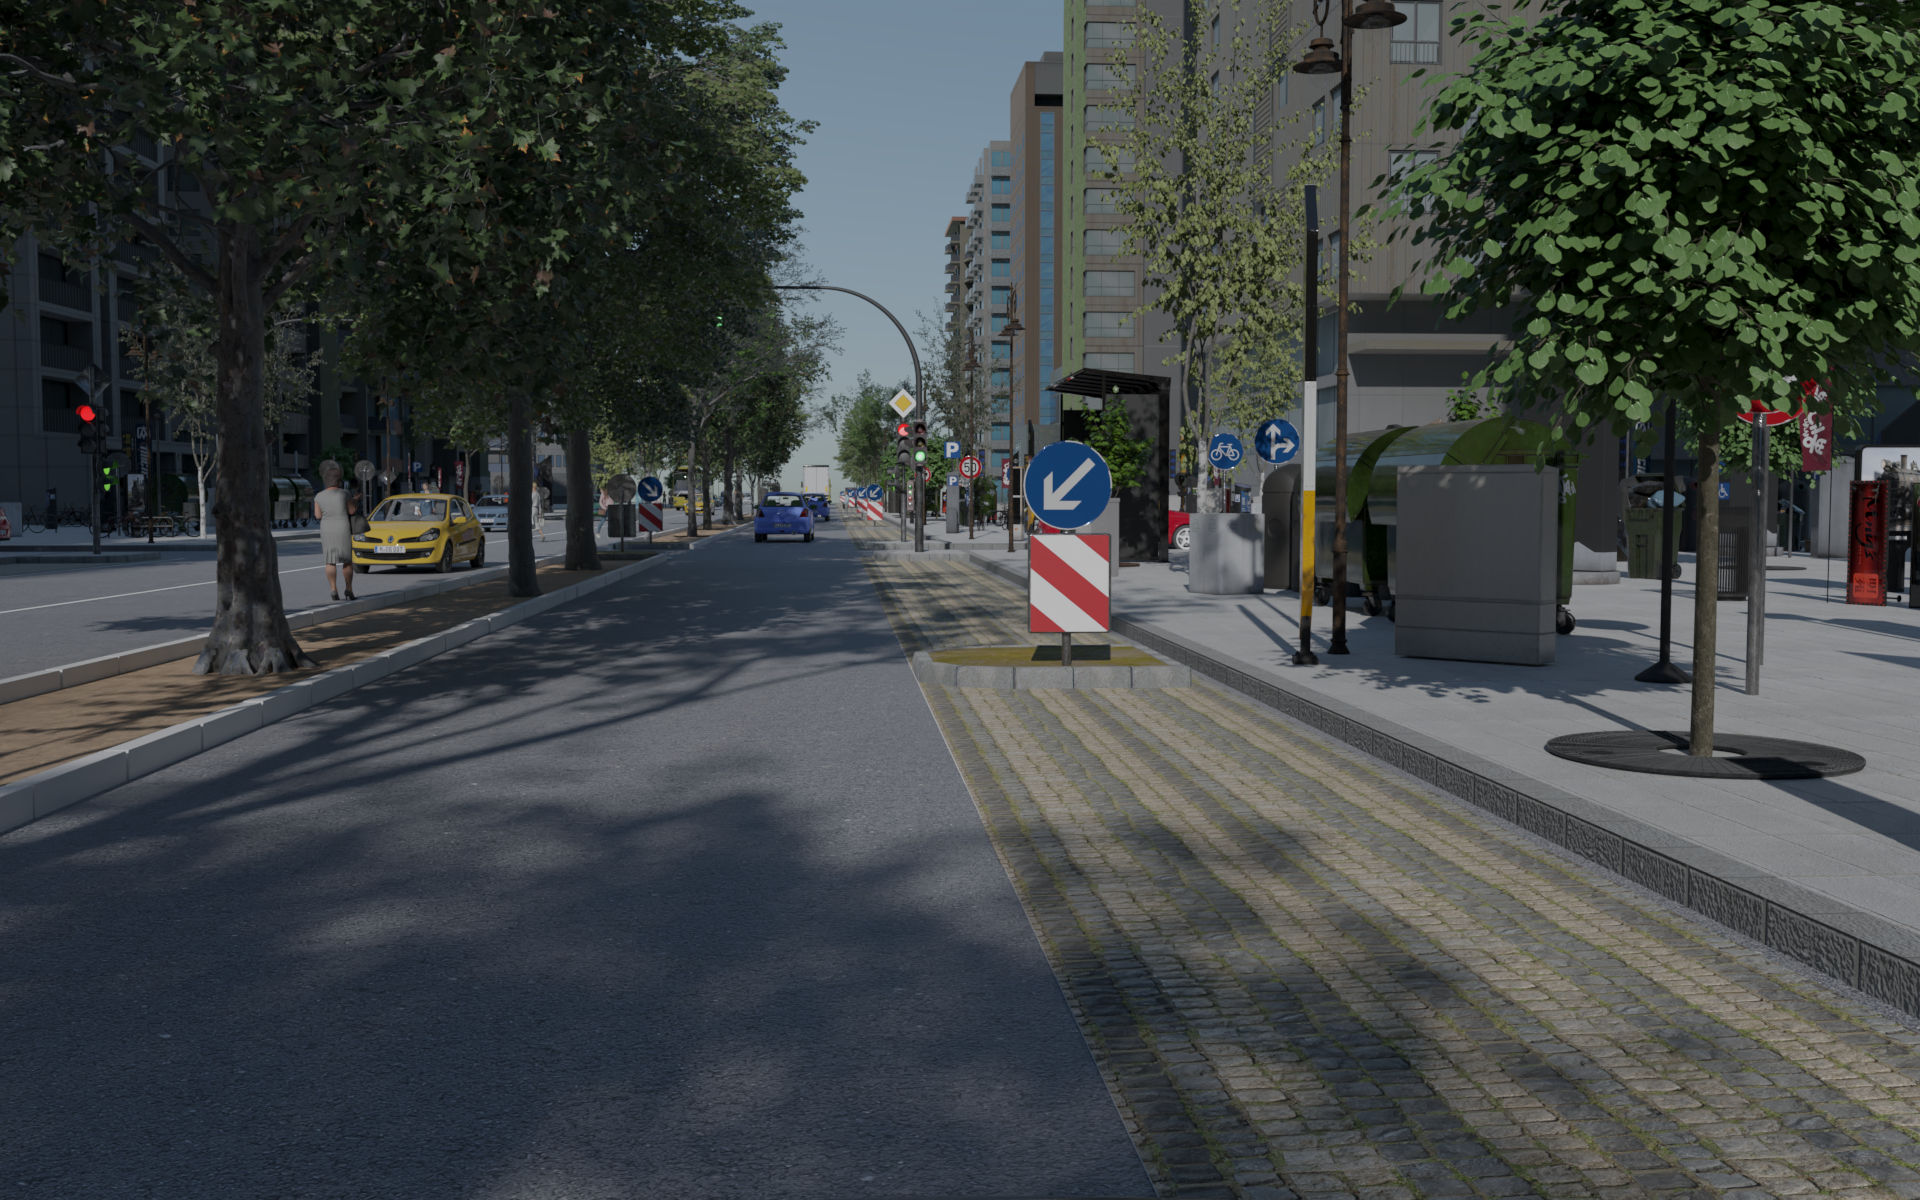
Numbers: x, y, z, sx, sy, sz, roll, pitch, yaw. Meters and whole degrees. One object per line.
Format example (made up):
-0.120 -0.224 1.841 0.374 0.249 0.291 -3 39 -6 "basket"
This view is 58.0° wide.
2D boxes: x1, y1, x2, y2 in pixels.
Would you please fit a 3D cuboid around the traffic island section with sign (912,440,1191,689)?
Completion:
0.639 -0.304 13.601 1.989 1.847 2.006 0 4 -4 "traffic island section with sign"

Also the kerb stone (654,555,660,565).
-6.180 -0.769 34.767 0.120 0.150 1.000 0 4 -4 "kerb stone"

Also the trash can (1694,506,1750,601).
9.246 -0.564 20.879 0.748 1.137 0.748 0 3 0 "trash can"

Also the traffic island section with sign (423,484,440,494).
-20.753 -3.616 67.756 1.989 1.847 2.006 0 4 -4 "traffic island section with sign"

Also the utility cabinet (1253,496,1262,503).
9.126 -2.549 52.833 0.306 1.237 1.020 1 4 16 "utility cabinet"

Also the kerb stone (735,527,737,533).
-8.293 -2.488 62.881 0.120 0.150 1.000 0 4 -4 "kerb stone"

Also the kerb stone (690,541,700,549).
-7.000 -1.421 45.490 0.120 0.150 1.000 0 4 -4 "kerb stone"

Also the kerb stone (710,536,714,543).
-7.368 -1.737 50.606 0.120 0.150 1.000 0 4 -4 "kerb stone"

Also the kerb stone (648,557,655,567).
-6.111 -0.706 33.736 0.120 0.150 1.000 0 4 -4 "kerb stone"

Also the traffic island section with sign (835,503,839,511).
-9.201 -8.313 144.552 1.989 1.847 2.006 0 4 -4 "traffic island section with sign"

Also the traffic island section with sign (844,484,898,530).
-3.506 -3.674 68.704 1.989 1.847 2.006 0 4 -4 "traffic island section with sign"

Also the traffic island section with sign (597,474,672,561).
-7.498 -1.827 38.006 2.006 1.907 1.989 0 4 -4 "traffic island section with sign"

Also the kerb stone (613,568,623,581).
-5.727 -0.393 28.621 0.120 0.150 1.000 0 4 -4 "kerb stone"

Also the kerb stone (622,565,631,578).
-5.793 -0.455 29.641 0.120 0.150 1.000 0 4 -4 "kerb stone"

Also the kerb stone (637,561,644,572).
-5.947 -0.576 31.687 0.120 0.150 1.000 0 4 -4 "kerb stone"

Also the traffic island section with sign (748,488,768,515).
-13.681 -6.861 120.321 2.006 1.907 1.989 0 4 -4 "traffic island section with sign"

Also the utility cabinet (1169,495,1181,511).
10.010 -4.373 82.659 1.020 1.237 0.306 0 4 -3 "utility cabinet"

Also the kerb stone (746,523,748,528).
-8.909 -2.990 71.079 0.120 0.150 1.000 0 4 -4 "kerb stone"

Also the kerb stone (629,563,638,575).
-5.872 -0.518 30.667 0.120 0.150 1.000 0 4 -4 "kerb stone"

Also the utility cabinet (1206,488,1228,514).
9.946 -3.590 67.377 1.173 1.500 0.318 2 4 34 "utility cabinet"

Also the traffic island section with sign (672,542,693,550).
-8.043 -2.279 45.393 2.006 1.907 1.989 0 4 -4 "traffic island section with sign"

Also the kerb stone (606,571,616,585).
-5.639 -0.328 27.597 0.120 0.150 1.000 0 4 -4 "kerb stone"

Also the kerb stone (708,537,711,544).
-7.303 -1.670 49.583 0.120 0.150 1.000 0 4 -4 "kerb stone"

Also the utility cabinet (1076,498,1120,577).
2.100 -0.940 26.533 0.306 1.237 1.020 2 4 29 "utility cabinet"

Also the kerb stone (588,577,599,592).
-5.492 -0.203 25.555 0.120 0.150 1.000 0 4 -4 "kerb stone"

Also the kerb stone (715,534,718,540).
-7.527 -1.863 52.657 0.120 0.150 1.000 0 4 -4 "kerb stone"

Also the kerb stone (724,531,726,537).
-7.827 -2.113 56.747 0.120 0.150 1.000 0 4 -4 "kerb stone"

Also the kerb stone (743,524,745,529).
-8.759 -2.862 69.025 0.120 0.150 1.000 0 4 -4 "kerb stone"

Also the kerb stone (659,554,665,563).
-6.260 -0.828 35.787 0.120 0.150 1.000 0 4 -4 "kerb stone"

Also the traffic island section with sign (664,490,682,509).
-28.547 -9.966 171.576 1.989 1.847 2.006 0 4 -4 "traffic island section with sign"

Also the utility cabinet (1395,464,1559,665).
3.949 -0.281 13.270 1.173 1.500 0.318 3 5 42 "utility cabinet"

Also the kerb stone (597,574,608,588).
-5.570 -0.267 26.577 0.120 0.150 1.000 0 4 -4 "kerb stone"

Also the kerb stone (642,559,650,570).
-6.020 -0.640 32.707 0.120 0.150 1.000 0 4 -4 "kerb stone"

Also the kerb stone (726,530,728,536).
-7.910 -2.172 57.770 0.120 0.150 1.000 0 4 -4 "kerb stone"

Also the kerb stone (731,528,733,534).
-8.143 -2.360 60.836 0.120 0.150 1.000 0 4 -4 "kerb stone"

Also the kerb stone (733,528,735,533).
-8.215 -2.423 61.855 0.120 0.150 1.000 0 4 -4 "kerb stone"

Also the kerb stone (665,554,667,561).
-6.332 -0.894 36.808 0.120 0.150 1.000 0 4 -4 "kerb stone"

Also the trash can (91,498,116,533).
-28.241 -2.783 57.163 0.748 1.137 0.748 0 3 0 "trash can"

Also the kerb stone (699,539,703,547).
-7.060 -1.485 46.510 0.120 0.150 1.000 0 4 -4 "kerb stone"

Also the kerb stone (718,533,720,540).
-7.609 -1.925 53.675 0.120 0.150 1.000 0 4 -4 "kerb stone"

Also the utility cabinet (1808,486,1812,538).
24.497 -2.525 49.964 1.173 1.500 0.318 0 4 -5 "utility cabinet"

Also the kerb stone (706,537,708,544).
-7.220 -1.612 48.558 0.120 0.150 1.000 0 4 -4 "kerb stone"

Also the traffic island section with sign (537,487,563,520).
-22.773 -5.260 94.636 1.989 1.847 2.006 0 4 -4 "traffic island section with sign"

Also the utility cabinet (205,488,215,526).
-29.207 -3.652 68.390 0.318 1.500 1.173 2 4 30 "utility cabinet"

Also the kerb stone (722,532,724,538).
-7.759 -2.049 55.722 0.120 0.150 1.000 0 4 -4 "kerb stone"

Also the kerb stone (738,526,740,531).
-8.448 -2.614 64.933 0.120 0.150 1.000 0 4 -4 "kerb stone"

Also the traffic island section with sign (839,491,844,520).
-5.521 -5.325 95.688 1.989 1.847 2.006 0 4 -4 "traffic island section with sign"

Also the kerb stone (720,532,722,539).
-7.679 -1.988 54.698 0.120 0.150 1.000 0 4 -4 "kerb stone"

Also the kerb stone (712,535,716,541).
-7.438 -1.801 51.634 0.120 0.150 1.000 0 4 -4 "kerb stone"

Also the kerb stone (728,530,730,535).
-7.984 -2.237 58.790 0.120 0.150 1.000 0 4 -4 "kerb stone"

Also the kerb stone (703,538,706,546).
-7.138 -1.550 47.540 0.120 0.150 1.000 0 4 -4 "kerb stone"

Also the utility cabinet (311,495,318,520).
-31.728 -4.590 86.208 0.306 1.237 1.020 3 5 43 "utility cabinet"
